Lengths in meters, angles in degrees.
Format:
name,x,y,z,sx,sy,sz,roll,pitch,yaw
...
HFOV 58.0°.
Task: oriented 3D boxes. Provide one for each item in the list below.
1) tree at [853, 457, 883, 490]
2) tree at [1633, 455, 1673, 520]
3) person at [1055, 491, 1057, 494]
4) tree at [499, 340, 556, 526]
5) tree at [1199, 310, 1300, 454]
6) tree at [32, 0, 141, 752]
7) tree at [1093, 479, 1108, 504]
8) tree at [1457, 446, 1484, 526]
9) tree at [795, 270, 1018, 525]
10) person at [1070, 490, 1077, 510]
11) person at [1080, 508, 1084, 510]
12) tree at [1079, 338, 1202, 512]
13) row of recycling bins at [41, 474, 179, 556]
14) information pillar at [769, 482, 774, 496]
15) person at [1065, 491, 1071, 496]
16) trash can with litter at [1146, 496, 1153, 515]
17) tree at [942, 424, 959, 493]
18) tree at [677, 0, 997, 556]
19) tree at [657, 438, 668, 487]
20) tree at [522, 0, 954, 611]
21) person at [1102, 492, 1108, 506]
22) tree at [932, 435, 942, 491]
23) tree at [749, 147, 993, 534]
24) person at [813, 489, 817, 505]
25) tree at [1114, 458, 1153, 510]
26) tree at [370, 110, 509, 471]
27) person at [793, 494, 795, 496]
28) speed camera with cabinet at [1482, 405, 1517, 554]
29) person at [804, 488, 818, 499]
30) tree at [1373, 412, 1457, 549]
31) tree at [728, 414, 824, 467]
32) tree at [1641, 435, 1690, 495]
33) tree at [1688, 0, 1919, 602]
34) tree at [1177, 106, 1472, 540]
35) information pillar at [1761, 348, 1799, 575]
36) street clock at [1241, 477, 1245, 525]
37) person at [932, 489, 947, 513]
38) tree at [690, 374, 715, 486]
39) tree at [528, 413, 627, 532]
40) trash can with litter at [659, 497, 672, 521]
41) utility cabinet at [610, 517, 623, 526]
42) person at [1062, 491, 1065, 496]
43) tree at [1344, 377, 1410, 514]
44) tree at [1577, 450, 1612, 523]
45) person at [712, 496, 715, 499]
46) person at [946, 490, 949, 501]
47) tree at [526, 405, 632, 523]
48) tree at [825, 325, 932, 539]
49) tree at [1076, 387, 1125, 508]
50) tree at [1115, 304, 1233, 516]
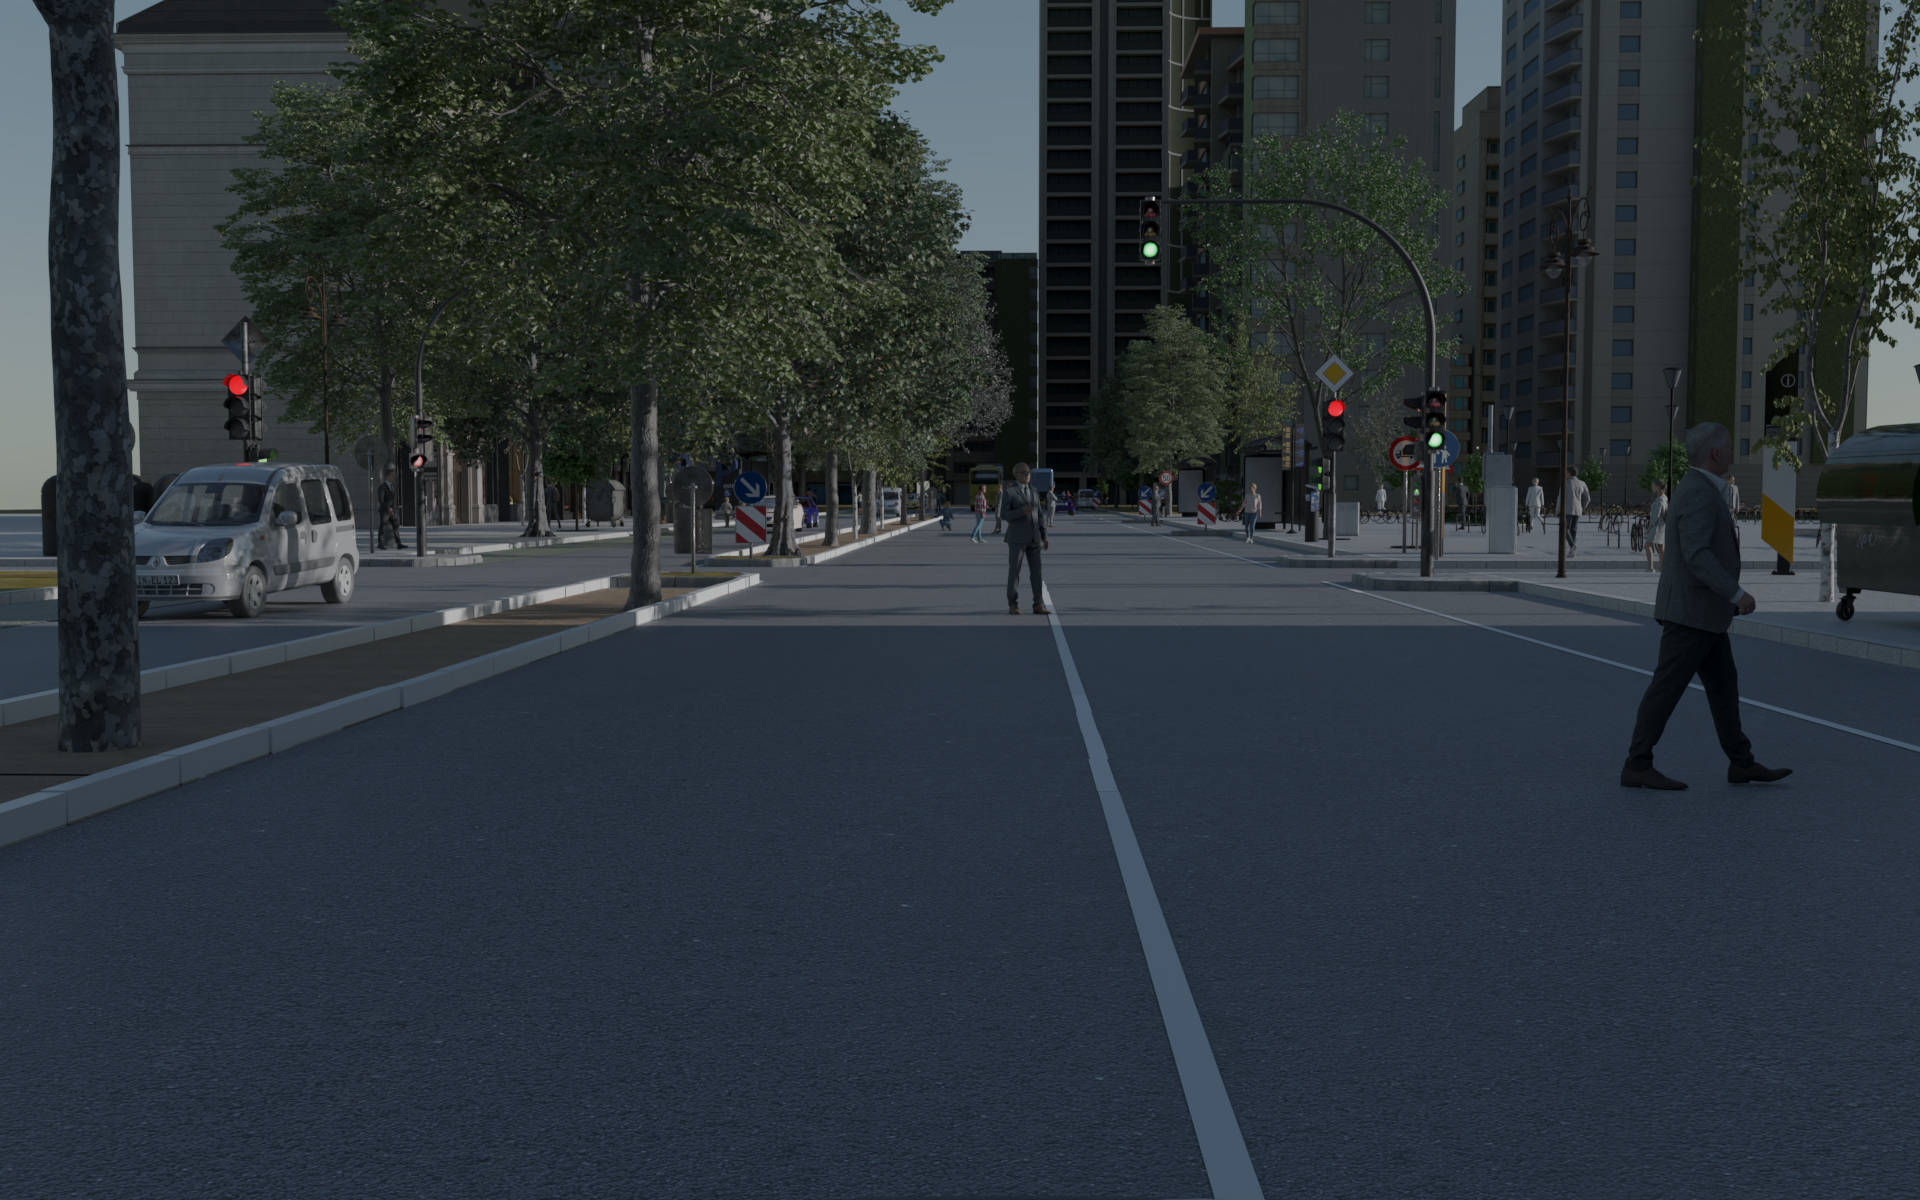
name,x,y,z,sx,sy,sz,roll,pitch,yaw
tree,-9.710,-13.788,175.796,4.360,8.622,3.978,0,3,0
tree,33.910,-5.537,85.127,1.663,3.219,1.824,0,3,0
person,9.181,-9.498,164.580,1.217,1.735,0.721,-1,4,-16
tree,-17.330,-7.222,68.442,4.360,8.622,3.978,0,3,0
tree,11.490,-7.192,67.959,4.737,8.622,4.395,0,3,0
tree,-6.023,-9.277,10.021,12.611,20.169,13.585,0,3,0
tree,14.975,-11.615,184.511,1.663,3.219,1.824,0,3,0
tree,20.814,-4.572,69.356,1.663,3.219,1.824,0,3,0
tree,-2.020,-10.965,92.101,12.009,13.543,11.850,0,3,0
person,10.111,-8.788,152.279,1.348,1.812,0.705,-1,4,-21
person,11.023,-8.963,155.713,0.551,1.740,0.621,1,4,9
tree,13.473,-12.874,127.501,9.611,12.733,9.660,0,3,0
row of recycling bins,-17.402,-1.751,35.748,3.534,1.692,1.069,1,4,15
information pillar,-11.328,-6.098,104.192,0.304,2.012,0.304,0,4,-6
person,11.107,-10.343,178.328,1.217,1.743,0.721,1,4,12
trash can with litter,11.652,-5.770,105.730,0.624,1.170,1.055,1,4,16
tree,-2.110,-9.046,100.714,4.737,8.622,4.395,0,3,0
tree,-4.013,-7.319,39.123,9.611,12.733,9.660,0,3,0
tree,-16.845,-8.042,81.849,4.737,8.622,4.395,0,3,0
tree,-3.930,-6.151,21.159,7.486,12.596,7.792,0,3,0
person,16.000,-11.089,190.634,0.721,1.723,1.217,-1,4,-22
tree,-3.142,-7.162,69.915,4.737,8.622,4.395,0,3,0
tree,-3.294,-9.320,61.502,9.857,13.997,8.962,0,3,0
person,-13.890,-9.678,164.963,0.721,1.739,1.217,-1,4,-14
tree,13.909,-9.587,140.467,4.285,4.588,4.351,0,3,0
tree,-12.801,-8.235,51.652,9.611,12.733,9.660,0,3,0
person,-11.597,-6.742,116.991,1.217,1.736,0.721,2,4,31
speed camera with cabinet,11.822,-2.663,37.883,0.660,3.252,2.038,1,4,13
person,-10.546,-7.051,122.043,1.217,1.736,0.721,2,4,33
tree,10.728,-2.841,41.057,1.663,3.219,1.824,0,3,0
tree,-11.568,-10.807,111.112,8.767,10.594,7.601,-1,4,-16
tree,38.641,-6.752,94.106,4.285,4.588,4.351,0,3,0
tree,10.564,-4.291,20.514,4.737,8.622,4.395,0,3,0
tree,10.183,-7.480,48.052,9.928,11.665,9.643,0,3,0
information pillar,12.985,-2.205,27.401,0.504,3.616,0.183,2,4,25
street clock,11.753,-4.081,71.299,0.358,2.002,0.471,2,4,33
person,-1.665,-7.545,131.944,1.350,1.814,0.705,1,4,12
tree,-15.813,-8.739,93.247,4.737,8.622,4.395,0,3,0
tree,-13.190,-4.641,59.590,4.285,4.588,4.351,0,3,0
trash can with litter,-13.102,-4.052,77.630,0.624,1.170,1.055,-2,4,-24
utility cabinet,-13.825,-3.734,69.726,0.318,1.500,1.173,-2,4,-24
person,11.017,-10.707,184.221,0.621,1.740,0.551,-1,4,-22
tree,25.488,-9.513,105.906,4.360,8.622,3.978,0,3,0
tree,27.938,-5.032,76.869,1.663,3.219,1.824,0,3,0
person,-16.419,-6.918,119.116,1.348,1.831,0.705,-2,4,-35
person,-1.234,-9.822,169.108,0.705,1.821,1.348,0,4,-5
tree,-16.757,-7.711,76.436,4.737,8.622,4.395,0,3,0
tree,-3.271,-6.192,54.064,4.737,8.622,4.395,0,3,0
tree,14.219,-14.142,156.974,9.928,11.665,9.643,0,3,0
tree,12.804,-11.355,103.777,7.486,12.596,7.792,0,3,0
